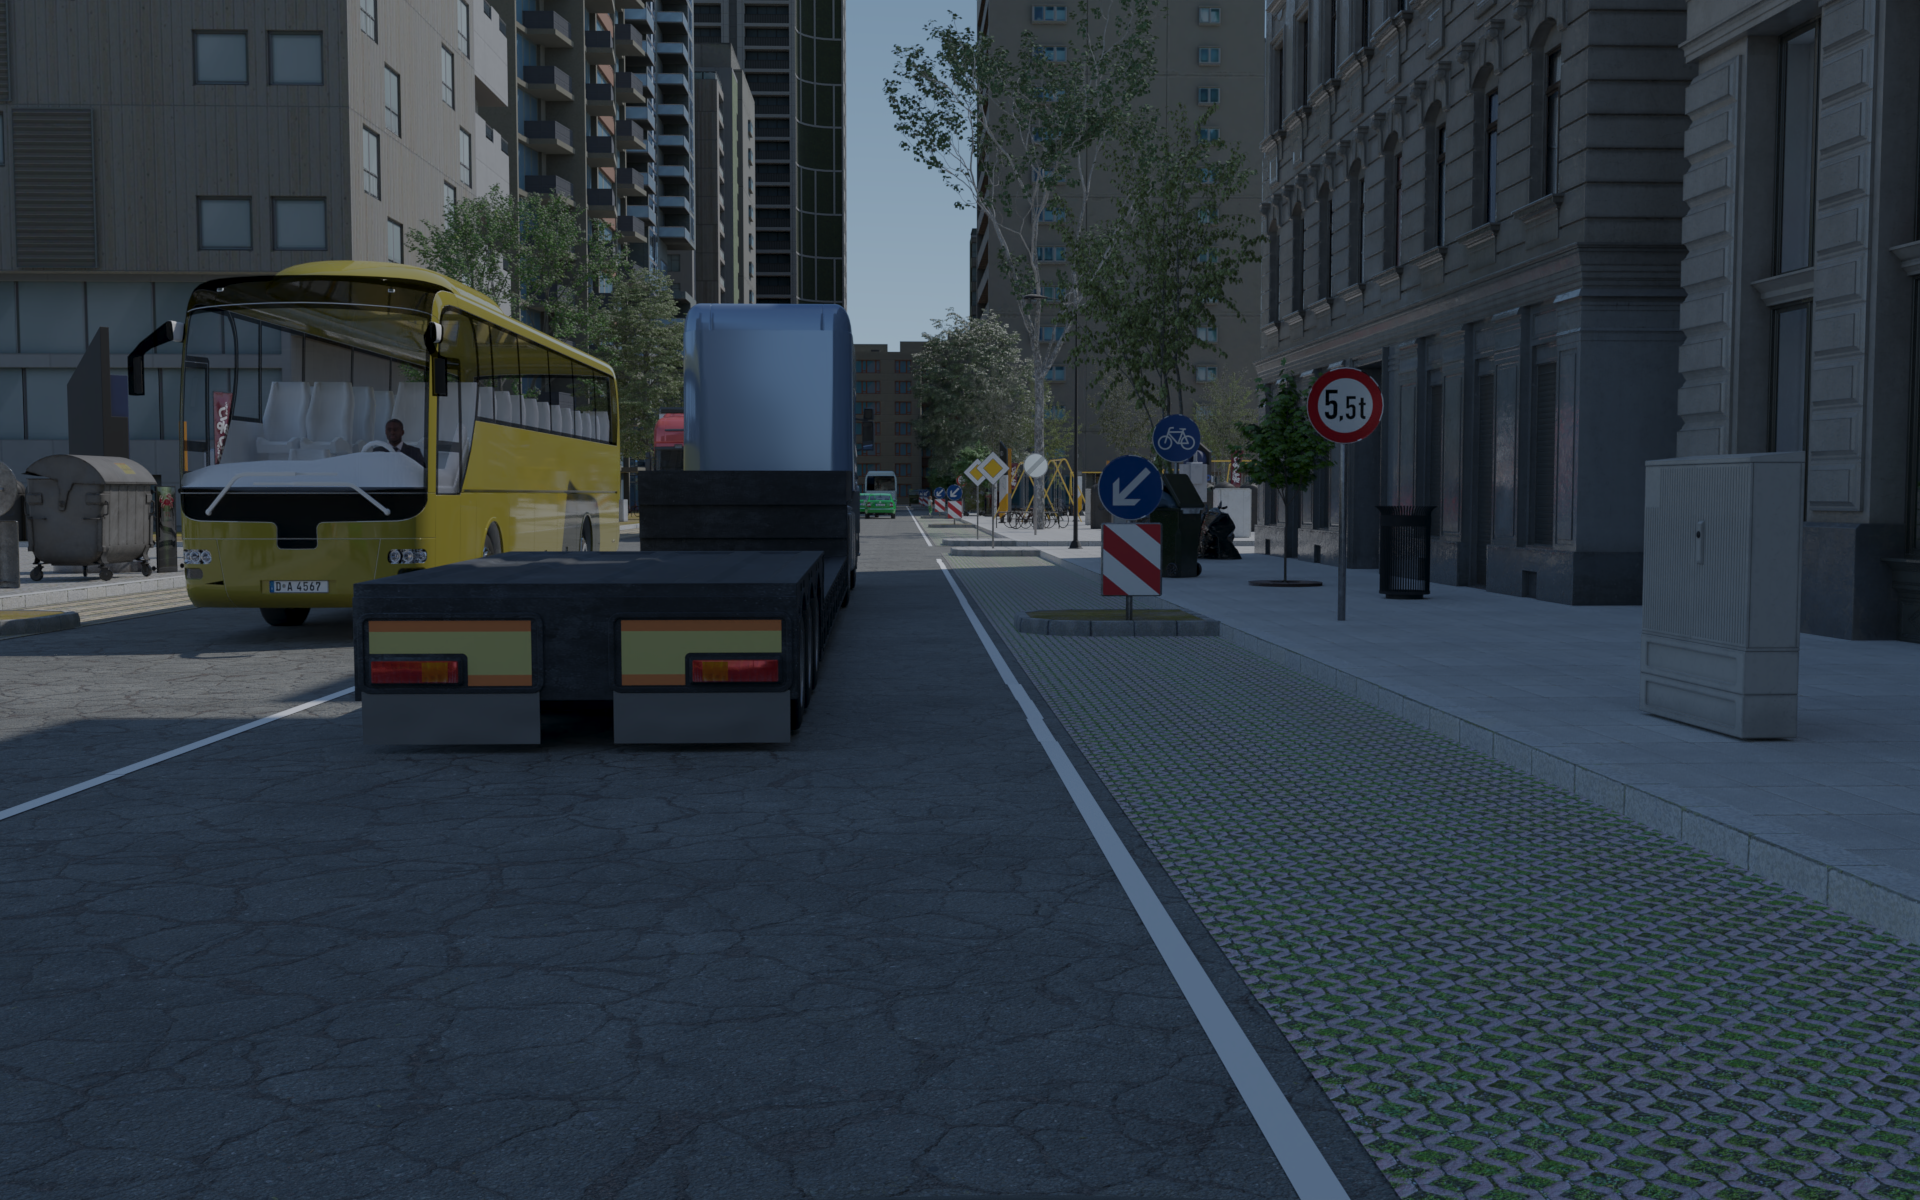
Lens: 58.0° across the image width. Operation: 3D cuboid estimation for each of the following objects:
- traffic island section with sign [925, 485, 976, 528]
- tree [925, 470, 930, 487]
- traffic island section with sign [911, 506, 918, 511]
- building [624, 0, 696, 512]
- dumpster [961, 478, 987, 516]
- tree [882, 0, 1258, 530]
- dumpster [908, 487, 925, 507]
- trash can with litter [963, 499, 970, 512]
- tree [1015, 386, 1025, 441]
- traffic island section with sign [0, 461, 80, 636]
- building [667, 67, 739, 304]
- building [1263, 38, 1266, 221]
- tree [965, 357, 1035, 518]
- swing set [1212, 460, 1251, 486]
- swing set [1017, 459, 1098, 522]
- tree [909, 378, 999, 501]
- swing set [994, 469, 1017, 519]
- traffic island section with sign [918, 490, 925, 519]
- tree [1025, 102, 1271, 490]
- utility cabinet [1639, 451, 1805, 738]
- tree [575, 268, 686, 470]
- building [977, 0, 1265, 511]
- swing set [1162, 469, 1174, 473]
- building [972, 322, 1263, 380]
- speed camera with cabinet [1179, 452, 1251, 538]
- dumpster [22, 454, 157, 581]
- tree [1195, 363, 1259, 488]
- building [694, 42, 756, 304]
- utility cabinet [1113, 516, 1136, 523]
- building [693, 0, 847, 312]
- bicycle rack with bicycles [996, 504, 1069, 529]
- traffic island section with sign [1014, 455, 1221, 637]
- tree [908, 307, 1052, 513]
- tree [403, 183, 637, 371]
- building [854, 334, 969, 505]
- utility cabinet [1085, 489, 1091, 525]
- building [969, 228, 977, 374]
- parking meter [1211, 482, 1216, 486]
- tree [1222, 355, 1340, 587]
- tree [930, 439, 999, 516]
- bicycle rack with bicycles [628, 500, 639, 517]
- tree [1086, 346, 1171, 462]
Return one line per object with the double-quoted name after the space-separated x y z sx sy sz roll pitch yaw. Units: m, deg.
-0.360 -3.985 73.785 1.989 1.847 2.006 0 4 -2 "traffic island section with sign"
-1.121 -11.021 163.902 4.285 4.588 4.351 0 3 0 "tree"
-3.092 -8.743 151.574 1.989 1.847 2.006 0 4 -2 "traffic island section with sign"
-31.781 -50.421 137.053 22.319 86.520 31.000 0 4 -2 "building"
0.806 -5.977 100.224 1.502 2.255 1.985 0 4 -2 "dumpster"
4.136 -12.563 61.292 12.611 20.169 13.585 0 3 0 "tree"
-4.926 -11.815 198.124 1.985 2.255 1.502 0 4 -3 "dumpster"
0.705 -6.892 124.066 1.055 1.170 0.624 0 4 3 "trash can with litter"
5.267 -9.669 108.447 4.737 8.622 4.395 0 3 0 "tree"
-10.431 -0.578 18.078 1.989 1.847 2.006 0 4 -2 "traffic island section with sign"
-28.234 -29.204 161.074 14.154 41.232 14.086 0 4 -2 "building"
44.316 -41.549 221.317 28.212 58.520 21.231 0 4 -2 "building"
2.123 -8.766 93.684 4.360 8.622 3.978 0 3 0 "tree"
12.466 -5.066 80.443 3.119 2.851 2.862 1 4 21 "swing set"
4.368 -4.911 77.923 2.862 2.851 3.119 0 4 -8 "swing set"
0.127 -11.884 128.709 8.767 10.594 7.601 0 4 8 "tree"
3.158 -5.265 83.704 2.862 2.851 3.119 0 4 -6 "swing set"
-1.300 -5.633 100.724 1.989 1.847 2.006 0 4 -2 "traffic island section with sign"
3.634 -4.986 31.884 4.737 8.622 4.395 0 3 0 "tree"
4.136 -0.050 9.491 0.318 1.500 1.173 0 4 -4 "utility cabinet"
-16.086 -10.357 87.469 7.486 12.596 7.792 0 3 0 "tree"
12.477 -31.735 142.576 21.300 48.544 21.600 0 4 -2 "building"
14.086 -6.827 109.238 3.119 2.851 2.862 2 4 34 "swing set"
15.555 -19.808 168.901 27.650 21.520 28.899 0 4 -2 "building"
7.470 -3.446 50.685 2.038 3.252 0.660 -1 4 -12 "speed camera with cabinet"
-13.115 -1.246 26.134 1.264 1.857 1.865 0 4 -2 "dumpster"
15.285 -9.045 98.240 4.360 8.622 3.978 0 3 0 "tree"
-33.090 -34.257 183.797 21.600 48.544 21.300 0 4 -2 "building"
3.124 -1.487 32.987 0.318 1.500 1.173 1 4 12 "utility cabinet"
-24.816 -47.710 218.304 20.611 71.187 20.563 0 4 -2 "building"
2.722 -3.133 64.612 2.925 0.926 2.852 -1 4 -22 "bicycle rack with bicycles"
1.590 -0.589 18.250 1.989 1.847 2.006 0 4 -2 "traffic island section with sign"
1.137 -12.947 118.346 9.857 13.997 8.962 0 3 0 "tree"
-14.748 -8.022 56.915 9.928 11.665 9.643 0 3 0 "tree"
0.314 -23.197 224.318 28.899 21.520 27.650 0 4 -2 "building"
5.406 -3.862 71.828 0.318 1.500 1.173 1 4 10 "utility cabinet"
7.968 -25.574 189.839 14.160 30.474 14.107 0 4 -2 "building"
12.195 -4.787 83.977 0.255 1.863 0.399 3 4 39 "parking meter"
4.561 -1.823 24.402 1.663 3.219 1.824 0 3 0 "tree"
1.102 -7.332 103.590 4.285 4.588 4.351 0 3 0 "tree"
-17.252 -5.140 97.422 2.925 0.926 2.852 3 5 44 "bicycle rack with bicycles"
8.021 -8.188 84.241 4.360 8.622 3.978 0 3 0 "tree"
